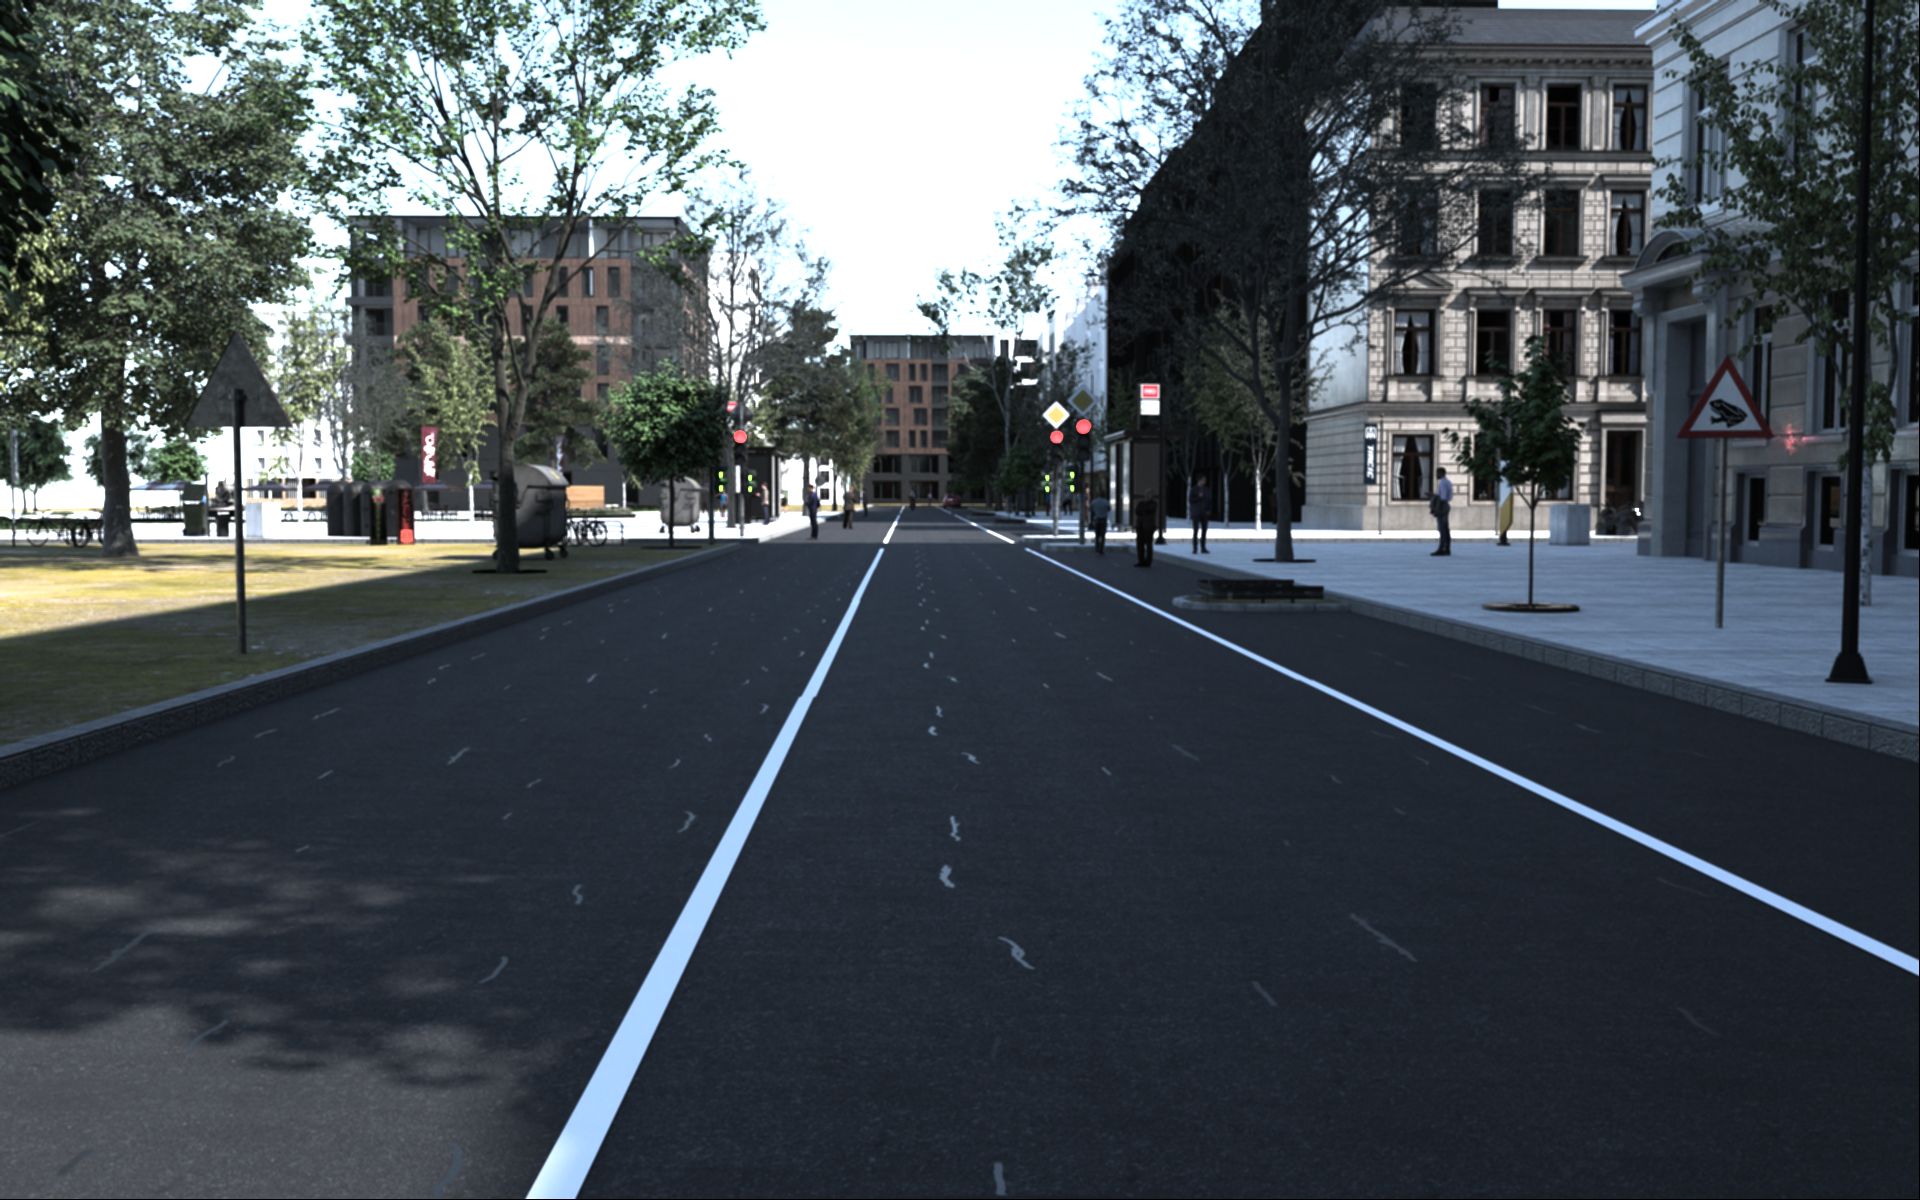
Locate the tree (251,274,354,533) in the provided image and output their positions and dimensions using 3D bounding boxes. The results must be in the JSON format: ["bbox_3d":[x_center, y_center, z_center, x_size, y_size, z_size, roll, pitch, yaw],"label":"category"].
[{"bbox_3d":[-22.173,-6.545,57.368,4.737,8.622,4.395,0,3,0],"label":"tree"}]

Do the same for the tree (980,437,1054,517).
[{"bbox_3d":[3.781,-7.025,98.579,4.285,4.588,4.351,0,3,0],"label":"tree"}]

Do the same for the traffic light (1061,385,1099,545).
[{"bbox_3d":[3.087,-3.348,43.991,0.839,4.213,0.868,0,4,-2],"label":"traffic light"}]

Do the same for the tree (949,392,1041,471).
[{"bbox_3d":[3.295,-12.719,142.364,8.767,10.594,7.601,0,4,1],"label":"tree"}]

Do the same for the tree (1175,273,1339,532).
[{"bbox_3d":[10.127,-6.569,57.759,4.360,8.622,3.978,0,3,0],"label":"tree"}]

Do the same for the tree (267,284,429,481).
[{"bbox_3d":[-36.559,-11.729,102.140,12.009,13.543,11.850,0,3,0],"label":"tree"}]

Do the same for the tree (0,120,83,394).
[{"bbox_3d":[-15.935,-4.669,26.708,4.737,8.622,4.395,0,3,0],"label":"tree"}]

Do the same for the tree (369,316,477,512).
[{"bbox_3d":[-37.956,-13.118,121.900,7.806,13.903,7.818,0,3,0],"label":"tree"}]

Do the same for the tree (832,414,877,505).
[{"bbox_3d":[-9.747,-12.541,155.402,4.737,8.622,4.395,0,3,0],"label":"tree"}]

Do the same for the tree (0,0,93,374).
[{"bbox_3d":[-5.718,-1.476,7.854,4.285,4.588,4.351,0,3,0],"label":"tree"}]

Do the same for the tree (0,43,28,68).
[{"bbox_3d":[-14.459,-6.129,18.338,7.486,12.596,7.792,0,3,0],"label":"tree"}]

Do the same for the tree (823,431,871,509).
[{"bbox_3d":[-9.579,-11.853,144.163,4.360,8.622,3.978,0,3,0],"label":"tree"}]

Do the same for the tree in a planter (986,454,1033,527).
[{"bbox_3d":[2.179,-4.858,76.645,1.991,3.239,1.994,0,4,-2],"label":"tree in a planter"}]

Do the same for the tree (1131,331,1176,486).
[{"bbox_3d":[9.639,-7.539,73.633,4.360,8.622,3.978,0,3,0],"label":"tree"}]

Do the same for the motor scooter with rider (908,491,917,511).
[{"bbox_3d":[-4.064,-8.606,149.670,0.876,1.779,1.986,0,4,-2],"label":"motor scooter with rider"}]

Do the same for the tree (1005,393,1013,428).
[{"bbox_3d":[4.548,-8.539,89.979,4.360,8.622,3.978,0,3,0],"label":"tree"}]

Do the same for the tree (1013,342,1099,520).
[{"bbox_3d":[4.808,-8.198,84.395,4.360,8.622,3.978,0,3,0],"label":"tree"}]

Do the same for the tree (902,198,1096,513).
[{"bbox_3d":[2.540,-15.767,113.681,12.611,20.169,13.585,0,3,0],"label":"tree"}]

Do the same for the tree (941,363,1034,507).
[{"bbox_3d":[2.693,-15.841,165.660,9.857,13.997,8.962,0,3,0],"label":"tree"}]

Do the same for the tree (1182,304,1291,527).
[{"bbox_3d":[10.366,-7.109,66.591,4.737,8.622,4.395,0,3,0],"label":"tree"}]

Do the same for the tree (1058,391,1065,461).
[{"bbox_3d":[8.012,-10.646,124.430,4.737,8.622,4.395,0,3,0],"label":"tree"}]

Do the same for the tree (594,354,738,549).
[{"bbox_3d":[-6.913,-3.497,40.882,4.285,4.588,4.351,0,3,0],"label":"tree"}]

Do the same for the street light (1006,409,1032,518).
[{"bbox_3d":[3.184,-7.440,94.189,1.470,5.913,1.316,0,4,-2],"label":"street light"}]

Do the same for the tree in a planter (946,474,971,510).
[{"bbox_3d":[-0.046,-9.575,153.769,1.991,3.239,1.994,0,4,-2],"label":"tree in a planter"}]

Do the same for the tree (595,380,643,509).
[{"bbox_3d":[-21.427,-9.854,111.477,4.737,8.622,4.395,0,3,0],"label":"tree"}]

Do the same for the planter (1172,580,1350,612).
[{"bbox_3d":[3.758,-0.060,22.113,1.991,0.319,1.994,0,4,-2],"label":"planter"}]

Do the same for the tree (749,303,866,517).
[{"bbox_3d":[-8.775,-10.797,98.583,6.751,12.117,7.091,0,3,0],"label":"tree"}]

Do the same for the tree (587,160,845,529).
[{"bbox_3d":[-8.534,-9.411,64.244,12.009,13.543,11.850,0,3,0],"label":"tree"}]

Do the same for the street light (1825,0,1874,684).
[{"bbox_3d":[5.547,-2.394,11.676,1.470,5.913,1.316,0,4,-2],"label":"street light"}]

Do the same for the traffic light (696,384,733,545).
[{"bbox_3d":[-6.270,-3.331,43.705,0.839,4.213,0.868,0,4,-2],"label":"traffic light"}]

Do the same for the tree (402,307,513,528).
[{"bbox_3d":[-18.758,-7.042,65.501,4.737,8.622,4.395,0,3,0],"label":"tree"}]

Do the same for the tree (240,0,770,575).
[{"bbox_3d":[-7.223,-6.251,27.956,9.928,11.665,9.643,0,3,0],"label":"tree"}]

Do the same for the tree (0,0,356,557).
[{"bbox_3d":[-17.257,-7.856,35.106,9.857,13.997,8.962,0,3,0],"label":"tree"}]

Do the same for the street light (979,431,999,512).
[{"bbox_3d":[2.108,-9.427,126.676,1.470,5.913,1.316,0,4,-2],"label":"street light"}]

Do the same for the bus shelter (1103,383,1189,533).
[{"bbox_3d":[6.262,-5.066,60.461,2.179,5.291,8.768,0,4,-2],"label":"bus shelter"}]

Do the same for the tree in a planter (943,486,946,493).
[{"bbox_3d":[-0.825,-11.222,180.701,1.991,3.239,1.994,0,4,-2],"label":"tree in a planter"}]

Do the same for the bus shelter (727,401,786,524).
[{"bbox_3d":[-9.181,-6.105,77.452,2.179,5.291,8.768,0,4,-2],"label":"bus shelter"}]

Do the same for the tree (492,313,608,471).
[{"bbox_3d":[-24.506,-11.112,103.729,6.751,12.117,7.091,0,3,0],"label":"tree"}]

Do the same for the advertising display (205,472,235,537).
[{"bbox_3d":[-21.982,-2.836,51.583,0.123,1.923,0.974,3,4,37],"label":"advertising display"}]

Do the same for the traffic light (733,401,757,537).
[{"bbox_3d":[-6.501,-3.819,51.687,0.839,4.213,0.868,0,4,-2],"label":"traffic light"}]

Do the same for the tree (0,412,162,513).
[{"bbox_3d":[-61.596,-9.174,112.902,11.467,7.101,20.602,0,4,7],"label":"tree"}]

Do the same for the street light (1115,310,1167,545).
[{"bbox_3d":[4.568,-4.366,43.922,1.470,5.913,1.316,0,4,-2],"label":"street light"}]

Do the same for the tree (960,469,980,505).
[{"bbox_3d":[1.530,-12.951,195.461,4.285,4.588,4.351,0,3,0],"label":"tree"}]

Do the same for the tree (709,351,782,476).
[{"bbox_3d":[-11.108,-8.347,86.838,4.737,8.622,4.395,0,3,0],"label":"tree"}]

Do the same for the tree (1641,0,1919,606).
[{"bbox_3d":[10.146,-4.239,19.667,4.737,8.622,4.395,0,3,0],"label":"tree"}]

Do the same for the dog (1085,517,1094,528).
[{"bbox_3d":[4.972,-2.933,65.688,0.748,0.427,0.550,-1,4,-9],"label":"dog"}]

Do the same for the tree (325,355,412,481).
[{"bbox_3d":[-30.986,-8.603,91.018,4.360,8.622,3.978,0,3,0],"label":"tree"}]

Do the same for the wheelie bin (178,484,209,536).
[{"bbox_3d":[-23.526,-2.774,53.270,0.980,1.594,0.693,0,4,-3],"label":"wheelie bin"}]

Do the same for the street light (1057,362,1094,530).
[{"bbox_3d":[4.119,-5.420,61.158,1.470,5.913,1.316,0,4,-2],"label":"street light"}]

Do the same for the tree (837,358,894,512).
[{"bbox_3d":[-9.038,-12.302,126.899,9.928,11.665,9.643,0,3,0],"label":"tree"}]

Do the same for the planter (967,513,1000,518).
[{"bbox_3d":[1.394,-5.062,103.910,1.991,0.319,1.994,0,4,-2],"label":"planter"}]

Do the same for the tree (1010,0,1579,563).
[{"bbox_3d":[5.986,-7.463,32.389,12.009,13.543,11.850,0,3,0],"label":"tree"}]

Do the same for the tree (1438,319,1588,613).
[{"bbox_3d":[6.435,-1.506,19.218,1.663,3.219,1.824,0,3,0],"label":"tree"}]

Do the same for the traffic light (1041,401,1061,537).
[{"bbox_3d":[2.856,-3.837,51.972,0.839,4.213,0.868,0,4,-2],"label":"traffic light"}]

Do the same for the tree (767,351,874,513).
[{"bbox_3d":[-9.055,-10.876,112.239,7.601,10.594,8.767,0,4,-3],"label":"tree"}]

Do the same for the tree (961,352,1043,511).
[{"bbox_3d":[2.990,-12.870,132.480,6.751,12.117,7.091,0,3,0],"label":"tree"}]

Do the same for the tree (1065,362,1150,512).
[{"bbox_3d":[8.841,-8.984,97.254,4.737,8.622,4.395,0,3,0],"label":"tree"}]
